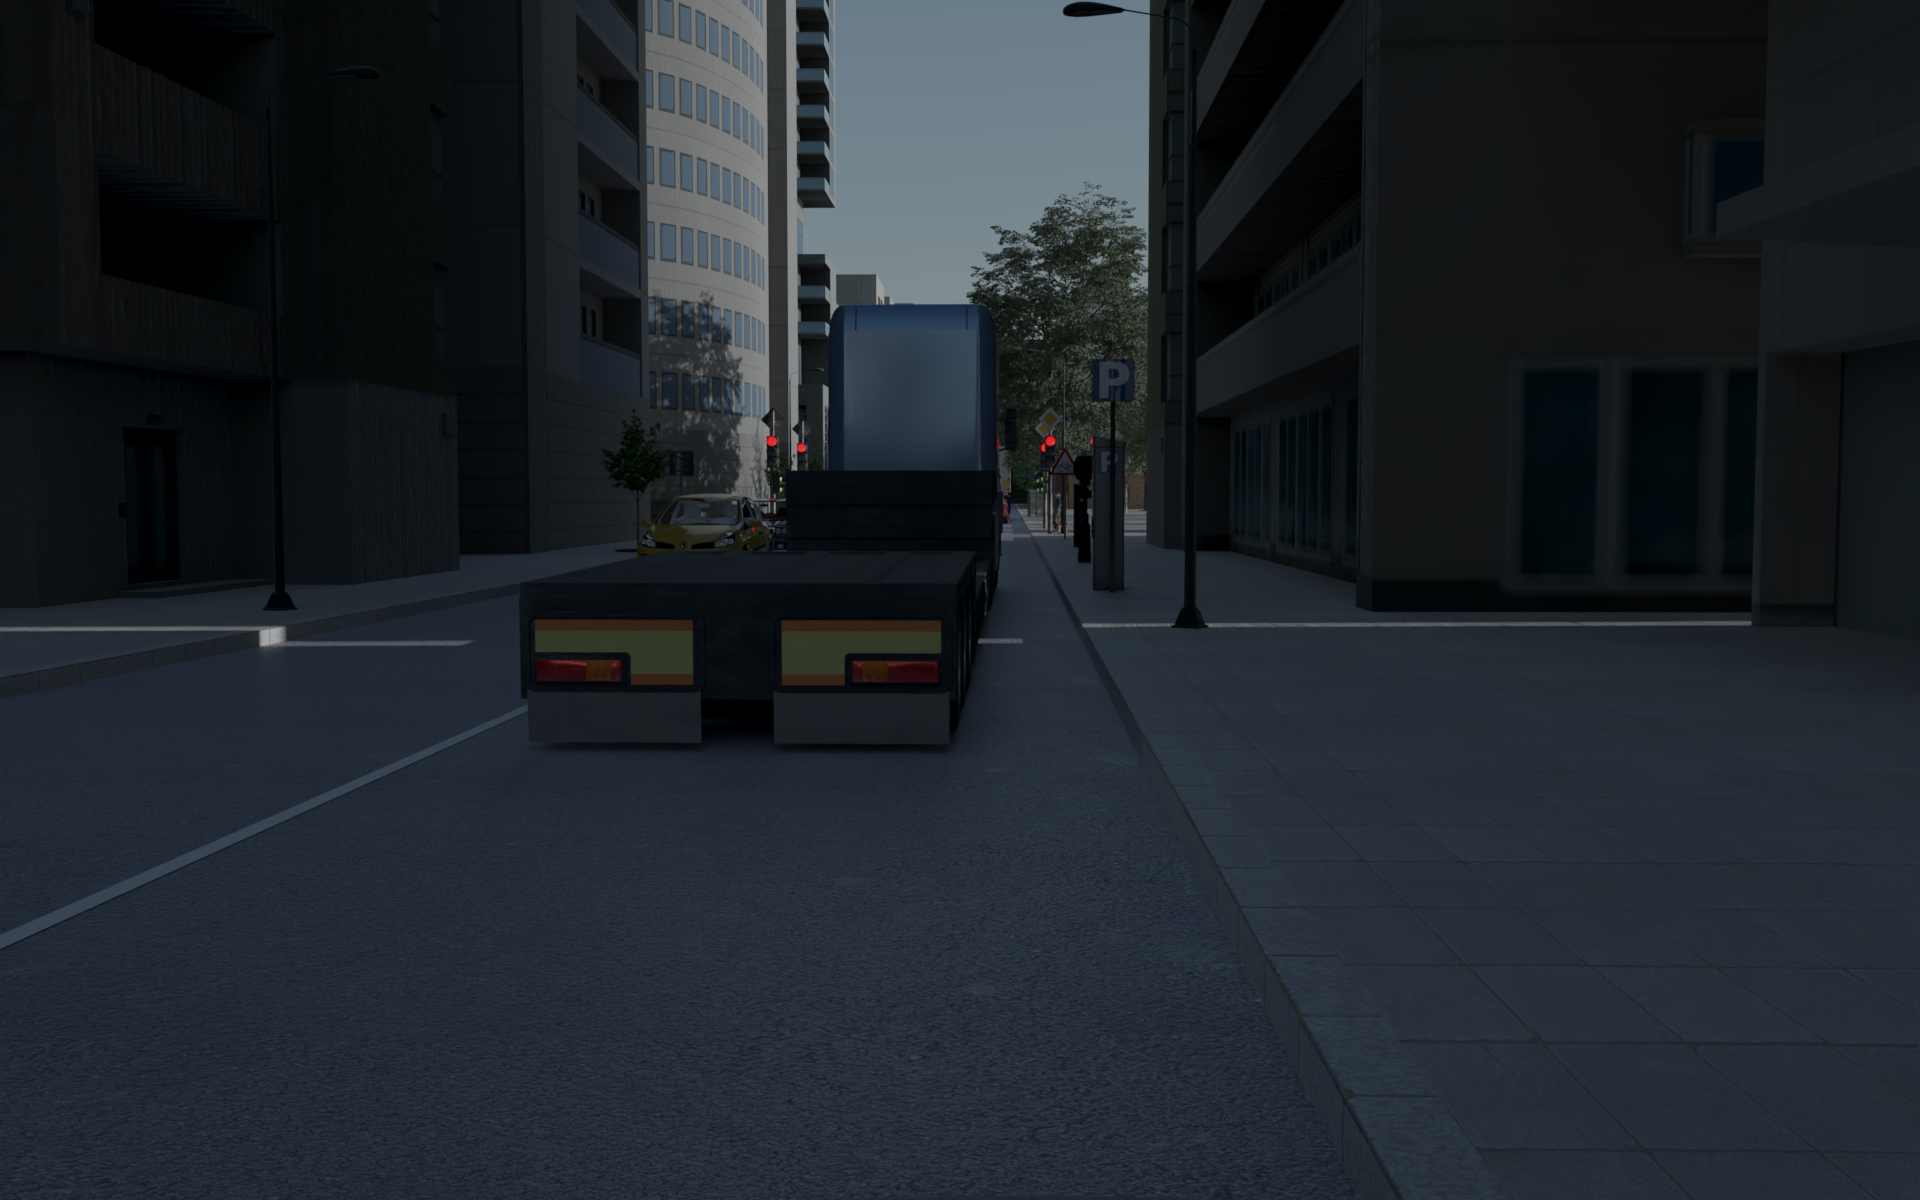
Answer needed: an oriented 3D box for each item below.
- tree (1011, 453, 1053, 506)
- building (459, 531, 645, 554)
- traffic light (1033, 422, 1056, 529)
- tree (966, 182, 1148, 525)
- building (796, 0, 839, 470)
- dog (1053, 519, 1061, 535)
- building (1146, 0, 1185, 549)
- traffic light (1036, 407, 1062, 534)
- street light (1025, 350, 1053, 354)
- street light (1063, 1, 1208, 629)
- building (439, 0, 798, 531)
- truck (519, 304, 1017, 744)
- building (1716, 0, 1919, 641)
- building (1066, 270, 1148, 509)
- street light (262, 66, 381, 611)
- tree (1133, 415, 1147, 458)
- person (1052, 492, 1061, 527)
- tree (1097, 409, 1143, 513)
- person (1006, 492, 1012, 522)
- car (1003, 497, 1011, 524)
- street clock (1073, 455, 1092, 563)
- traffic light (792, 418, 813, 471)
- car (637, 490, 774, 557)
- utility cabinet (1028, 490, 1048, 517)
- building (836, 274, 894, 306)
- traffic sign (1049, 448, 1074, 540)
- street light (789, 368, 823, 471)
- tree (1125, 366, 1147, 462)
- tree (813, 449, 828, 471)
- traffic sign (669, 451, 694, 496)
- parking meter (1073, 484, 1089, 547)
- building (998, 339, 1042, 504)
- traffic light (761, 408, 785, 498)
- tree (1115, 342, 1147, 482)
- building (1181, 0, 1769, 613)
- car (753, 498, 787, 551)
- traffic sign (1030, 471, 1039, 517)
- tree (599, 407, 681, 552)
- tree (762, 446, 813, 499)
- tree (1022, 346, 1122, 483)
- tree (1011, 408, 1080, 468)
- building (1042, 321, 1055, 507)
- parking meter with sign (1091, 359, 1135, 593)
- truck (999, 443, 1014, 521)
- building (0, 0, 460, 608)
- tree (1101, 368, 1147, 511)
[{"bbox_3d":[5.443,-8.904,129.291,4.285,4.588,4.351,0,3,0],"label":"tree"},{"bbox_3d":[-23.055,-30.716,44.200,28.212,58.520,21.231,0,4,2],"label":"building"},{"bbox_3d":[3.112,-4.580,63.808,0.839,4.253,0.868,0,4,2],"label":"traffic light"},{"bbox_3d":[4.139,-10.134,72.349,9.857,13.997,8.962,0,3,0],"label":"tree"},{"bbox_3d":[-18.753,-49.086,115.233,22.319,86.520,31.000,0,4,2],"label":"building"},{"bbox_3d":[3.034,-2.296,54.365,0.406,0.507,0.540,-3,5,-44],"label":"dog"},{"bbox_3d":[11.949,-22.147,45.693,14.154,41.232,14.086,0,4,2],"label":"building"},{"bbox_3d":[2.885,-4.092,55.826,0.839,4.253,0.868,0,4,2],"label":"traffic light"},{"bbox_3d":[2.791,-5.093,55.816,1.470,5.913,1.316,0,4,2],"label":"street light"},{"bbox_3d":[1.671,-2.689,16.503,1.470,5.913,1.316,0,4,2],"label":"street light"},{"bbox_3d":[-19.642,-32.817,78.562,21.231,58.520,28.212,0,4,2],"label":"building"},{"bbox_3d":[-0.892,-1.775,18.788,2.967,4.110,18.799,0,4,2],"label":"truck"},{"bbox_3d":[18.461,-25.294,2.802,28.713,52.752,27.495,0,4,2],"label":"building"},{"bbox_3d":[16.779,-18.078,151.992,16.016,20.091,11.380,0,4,2],"label":"building"},{"bbox_3d":[-6.993,-2.841,18.993,1.470,5.913,1.316,0,4,2],"label":"street light"},{"bbox_3d":[15.020,-11.038,97.484,9.611,12.733,9.660,0,3,0],"label":"tree"},{"bbox_3d":[3.762,-3.514,67.404,0.340,1.345,0.435,0,4,2],"label":"person"},{"bbox_3d":[10.859,-10.104,115.558,4.360,8.622,3.978,0,3,0],"label":"tree"},{"bbox_3d":[2.379,-4.720,88.044,0.546,1.535,0.453,-1,4,-15],"label":"person"},{"bbox_3d":[1.456,-4.649,85.059,2.155,1.783,4.494,0,4,1],"label":"car"},{"bbox_3d":[2.327,-1.697,32.318,0.358,2.002,0.471,2,4,35],"label":"street clock"},{"bbox_3d":[-5.806,-4.595,64.045,0.839,4.253,0.868,0,4,2],"label":"traffic light"},{"bbox_3d":[-4.249,-1.159,29.176,2.015,1.641,3.980,0,4,3],"label":"car"},{"bbox_3d":[4.379,-5.422,97.336,1.173,1.500,0.318,-2,4,-29],"label":"utility cabinet"},{"bbox_3d":[-14.630,-17.676,155.455,16.747,18.905,31.486,0,4,2],"label":"building"},{"bbox_3d":[2.948,-2.972,48.600,0.884,2.594,0.081,0,4,6],"label":"traffic sign"},{"bbox_3d":[-5.728,-5.592,63.974,1.470,5.913,1.316,0,4,2],"label":"street light"},{"bbox_3d":[9.949,-8.207,84.543,4.737,8.622,4.395,0,3,0],"label":"tree"},{"bbox_3d":[-6.225,-4.792,72.952,1.663,3.219,1.824,0,3,0],"label":"tree"},{"bbox_3d":[-6.578,-2.374,40.939,0.606,2.300,0.079,1,4,8],"label":"traffic sign"},{"bbox_3d":[2.923,-2.041,41.785,0.372,1.533,0.369,0,3,0],"label":"parking meter"},{"bbox_3d":[14.355,-24.171,239.171,32.646,21.610,27.936,0,4,2],"label":"building"},{"bbox_3d":[-6.033,-4.107,56.063,0.839,4.253,0.868,0,4,2],"label":"traffic light"},{"bbox_3d":[13.476,-11.653,108.659,7.486,12.596,7.792,0,3,0],"label":"tree"},{"bbox_3d":[15.424,-24.700,27.543,21.300,48.544,21.600,0,4,2],"label":"building"},{"bbox_3d":[-4.408,-1.634,39.299,1.945,1.354,3.894,0,3,0],"label":"car"},{"bbox_3d":[4.228,-5.842,95.618,0.768,2.556,0.104,0,4,5],"label":"traffic sign"},{"bbox_3d":[-7.311,-2.693,38.629,1.663,3.219,1.824,0,3,0],"label":"tree"},{"bbox_3d":[-7.247,-4.596,69.750,1.663,3.219,1.824,0,3,0],"label":"tree"},{"bbox_3d":[4.745,-7.943,80.234,4.737,8.622,4.395,0,3,0],"label":"tree"},{"bbox_3d":[6.776,-12.675,141.650,7.601,10.594,8.767,0,4,-1],"label":"tree"},{"bbox_3d":[17.400,-19.522,185.640,16.747,18.905,31.486,0,4,2],"label":"building"},{"bbox_3d":[2.011,-1.651,23.250,0.543,3.016,1.738,0,4,2],"label":"parking meter with sign"},{"bbox_3d":[1.612,-6.613,97.041,2.839,4.237,11.283,0,4,2],"label":"truck"},{"bbox_3d":[-15.661,-15.289,21.671,14.160,30.474,14.107,0,4,2],"label":"building"},{"bbox_3d":[14.132,-12.659,132.734,9.928,11.665,9.643,0,3,0],"label":"tree"}]
